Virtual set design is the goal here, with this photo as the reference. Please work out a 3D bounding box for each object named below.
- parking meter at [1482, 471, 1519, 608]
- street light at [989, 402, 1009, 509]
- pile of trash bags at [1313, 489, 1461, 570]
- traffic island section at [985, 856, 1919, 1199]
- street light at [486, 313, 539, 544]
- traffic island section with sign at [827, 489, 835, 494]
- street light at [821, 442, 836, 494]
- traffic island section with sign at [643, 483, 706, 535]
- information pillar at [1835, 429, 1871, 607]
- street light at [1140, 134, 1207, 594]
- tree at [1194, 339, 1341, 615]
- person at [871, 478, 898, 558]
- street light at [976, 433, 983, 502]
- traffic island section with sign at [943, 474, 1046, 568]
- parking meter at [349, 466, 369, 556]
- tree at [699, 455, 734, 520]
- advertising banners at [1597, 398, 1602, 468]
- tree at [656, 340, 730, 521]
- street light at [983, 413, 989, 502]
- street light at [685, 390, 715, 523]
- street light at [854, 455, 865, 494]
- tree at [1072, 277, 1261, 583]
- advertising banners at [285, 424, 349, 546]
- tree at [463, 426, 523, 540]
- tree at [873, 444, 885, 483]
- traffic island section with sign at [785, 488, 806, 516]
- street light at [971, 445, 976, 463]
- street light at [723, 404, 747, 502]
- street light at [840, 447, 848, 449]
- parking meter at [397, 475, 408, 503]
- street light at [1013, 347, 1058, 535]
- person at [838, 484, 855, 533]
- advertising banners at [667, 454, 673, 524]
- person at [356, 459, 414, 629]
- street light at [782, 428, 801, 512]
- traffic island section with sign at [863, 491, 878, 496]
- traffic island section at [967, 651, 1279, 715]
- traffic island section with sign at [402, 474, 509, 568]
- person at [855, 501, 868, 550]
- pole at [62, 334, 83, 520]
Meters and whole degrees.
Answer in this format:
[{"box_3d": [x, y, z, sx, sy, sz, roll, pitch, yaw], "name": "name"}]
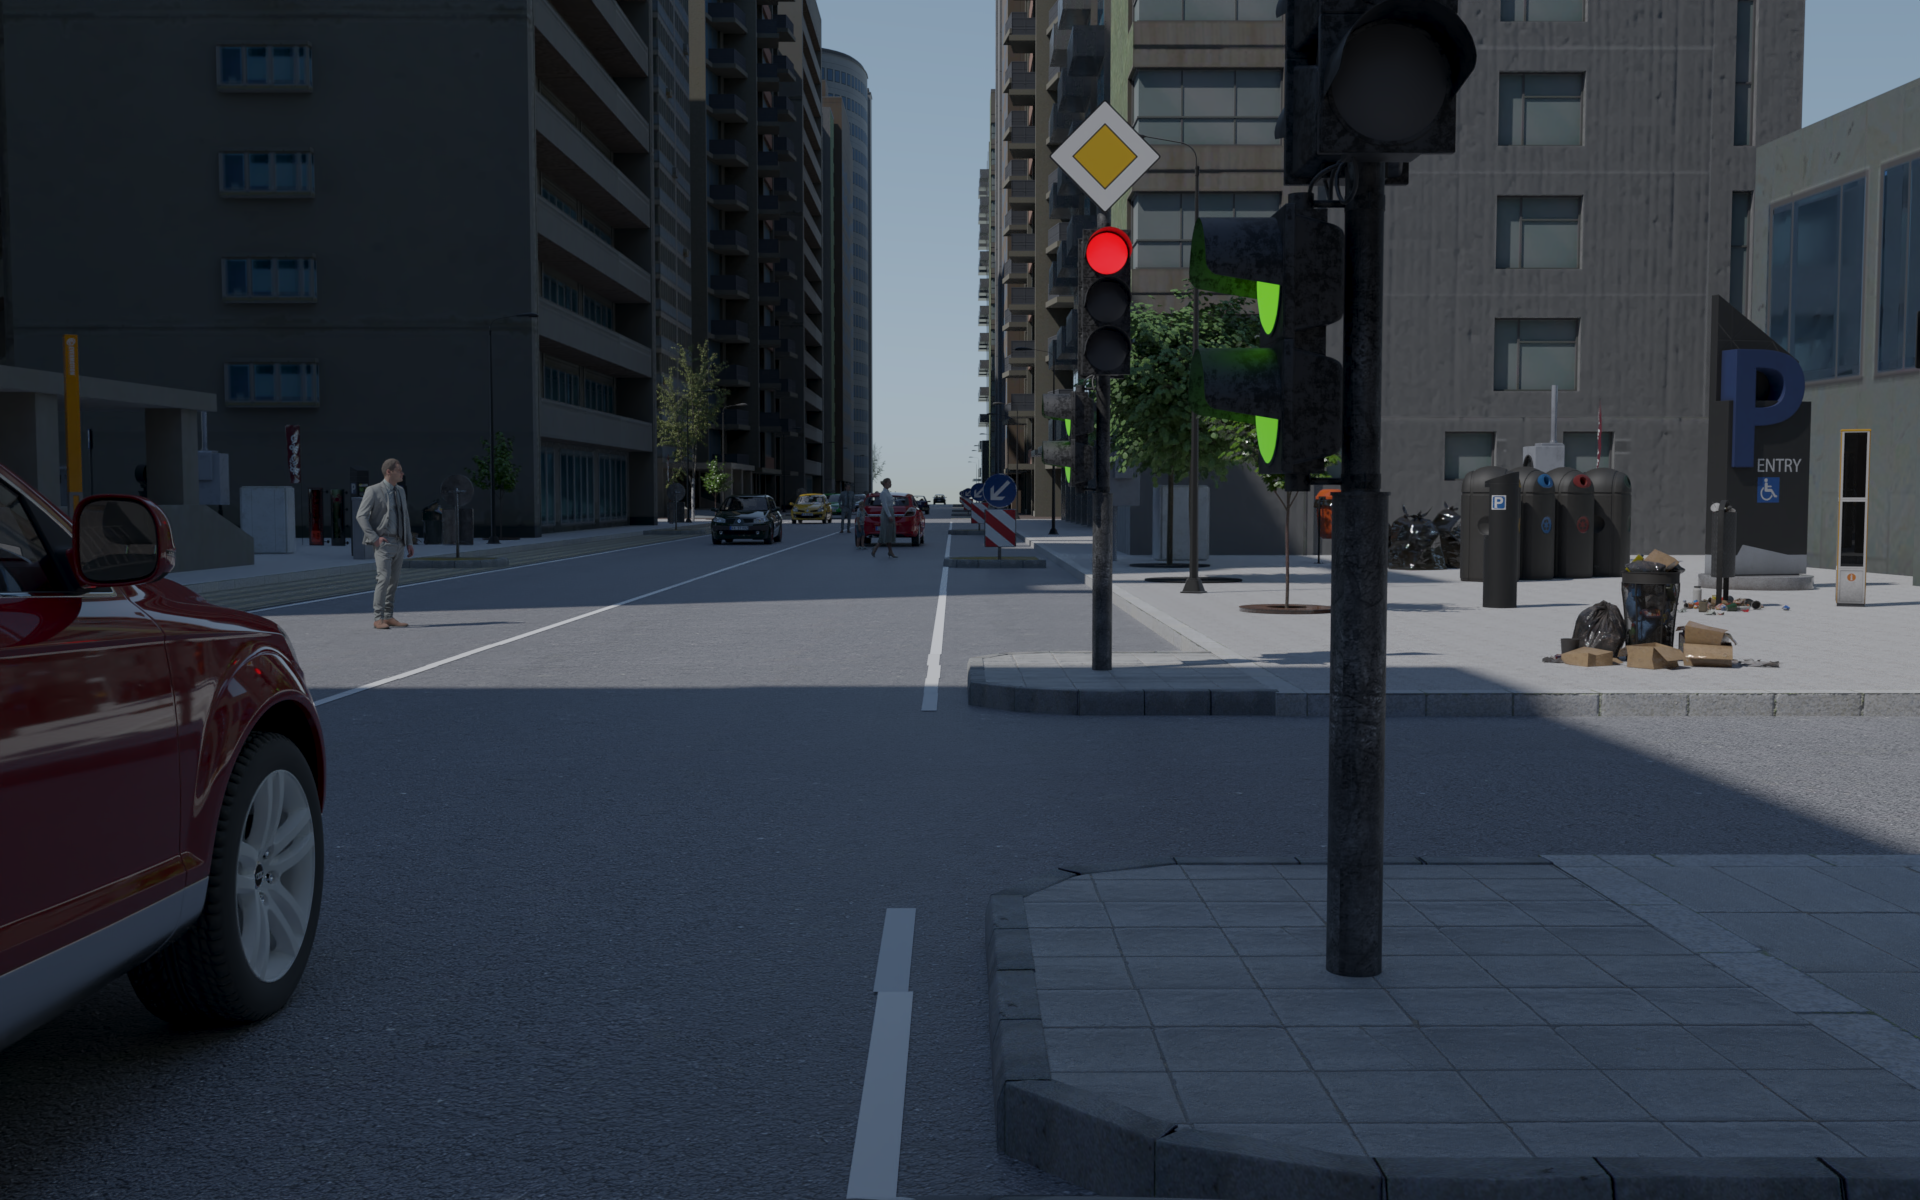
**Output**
[{"box_3d": [6.109, -0.682, 19.564, 0.372, 1.533, 0.369, 0, 3, 0], "name": "parking meter"}, {"box_3d": [2.359, -7.043, 87.688, 1.470, 5.913, 1.316, 0, 4, 0], "name": "street light"}, {"box_3d": [7.502, -1.287, 30.790, 1.912, 1.369, 3.447, -2, 4, -29], "name": "pile of trash bags"}, {"box_3d": [1.083, 1.077, 4.666, 2.009, 0.180, 2.903, 0, 4, 0], "name": "traffic island section"}, {"box_3d": [-11.483, -4.400, 44.482, 1.470, 5.913, 1.316, 0, 4, 0], "name": "street light"}, {"box_3d": [-10.324, -8.013, 139.638, 1.989, 1.847, 2.006, 0, 4, 0], "name": "traffic island section with sign"}, {"box_3d": [-11.705, -11.054, 153.274, 1.470, 5.913, 1.316, 0, 4, 0], "name": "street light"}, {"box_3d": [-10.085, -3.228, 61.411, 1.989, 1.847, 2.006, 0, 4, 0], "name": "traffic island section with sign"}, {"box_3d": [10.188, -0.934, 19.766, 0.304, 2.012, 0.304, 2, 4, 25], "name": "information pillar"}, {"box_3d": [2.490, -3.043, 22.286, 1.470, 5.913, 1.316, 0, 4, 0], "name": "street light"}, {"box_3d": [3.651, -1.476, 18.737, 1.663, 3.219, 1.824, 0, 3, 0], "name": "tree"}, {"box_3d": [-1.707, -1.851, 38.991, 0.641, 1.798, 0.478, 1, 4, 22], "name": "person"}, {"box_3d": [2.179, -9.761, 132.137, 1.470, 5.913, 1.316, 0, 4, 0], "name": "street light"}, {"box_3d": [0.667, -1.577, 34.408, 1.989, 1.847, 2.006, 0, 4, 0], "name": "traffic island section with sign"}, {"box_3d": [-12.396, -1.839, 35.784, 0.399, 1.863, 0.255, 3, 5, 44], "name": "parking meter"}, {"box_3d": [-12.167, -5.603, 86.218, 1.663, 3.219, 1.824, 0, 3, 0], "name": "tree"}, {"box_3d": [12.040, -2.234, 32.706, 0.090, 3.025, 2.074, 1, 4, 20], "name": "advertising banners"}, {"box_3d": [-12.919, -8.067, 82.251, 4.737, 8.622, 4.395, 0, 3, 0], "name": "tree"}, {"box_3d": [2.213, -7.747, 99.201, 1.470, 5.913, 1.316, 0, 4, 0], "name": "street light"}, {"box_3d": [-11.585, -6.399, 77.161, 1.470, 5.913, 1.316, 0, 4, 0], "name": "street light"}, {"box_3d": [-11.979, -14.227, 205.144, 1.470, 5.913, 1.316, 0, 4, 0], "name": "street light"}, {"box_3d": [3.454, -2.556, 25.499, 4.285, 4.588, 4.351, 0, 3, 0], "name": "tree"}, {"box_3d": [-16.007, -2.867, 43.057, 2.074, 3.025, 0.090, 2, 4, 28], "name": "advertising banners"}, {"box_3d": [-12.814, -3.301, 48.573, 1.663, 3.219, 1.824, 0, 3, 0], "name": "tree"}, {"box_3d": [-12.683, -18.173, 247.492, 4.360, 8.622, 3.978, 0, 3, 0], "name": "tree"}, {"box_3d": [-10.238, -6.335, 112.208, 1.989, 1.847, 2.006, 0, 4, 0], "name": "traffic island section with sign"}, {"box_3d": [1.999, -11.725, 164.244, 1.470, 5.913, 1.316, 0, 4, 0], "name": "street light"}, {"box_3d": [-11.601, -7.119, 88.931, 1.470, 5.913, 1.316, 0, 4, 0], "name": "street light"}, {"box_3d": [-11.890, -12.228, 172.469, 1.470, 5.913, 1.316, 0, 4, 0], "name": "street light"}, {"box_3d": [-14.934, -2.475, 46.177, 0.399, 1.863, 0.255, -1, 4, -18], "name": "parking meter"}, {"box_3d": [2.425, -5.031, 54.801, 1.470, 5.913, 1.316, 0, 4, 0], "name": "street light"}, {"box_3d": [-4.189, -3.395, 64.114, 0.635, 1.810, 0.391, -1, 4, -16], "name": "person"}, {"box_3d": [-12.533, -4.816, 74.929, 0.090, 3.025, 2.074, -1, 4, -15], "name": "advertising banners"}, {"box_3d": [-6.149, -0.612, 18.610, 0.391, 1.810, 0.635, 1, 4, 16], "name": "person"}, {"box_3d": [-11.766, -9.087, 121.112, 1.470, 5.913, 1.316, 0, 4, 0], "name": "street light"}, {"box_3d": [-10.495, -11.396, 194.958, 1.989, 1.847, 2.006, 0, 4, 0], "name": "traffic island section with sign"}, {"box_3d": [1.058, 0.589, 12.651, 2.009, 0.180, 2.903, 0, 4, 0], "name": "traffic island section"}, {"box_3d": [-9.995, -1.556, 34.074, 1.989, 1.847, 2.006, 0, 4, 0], "name": "traffic island section with sign"}, {"box_3d": [-2.544, -1.932, 44.765, 0.332, 1.250, 0.352, -2, 4, -24], "name": "person"}, {"box_3d": [-11.388, -1.738, 22.259, 0.158, 3.312, 0.155, 0, 3, 0], "name": "pole"}]
